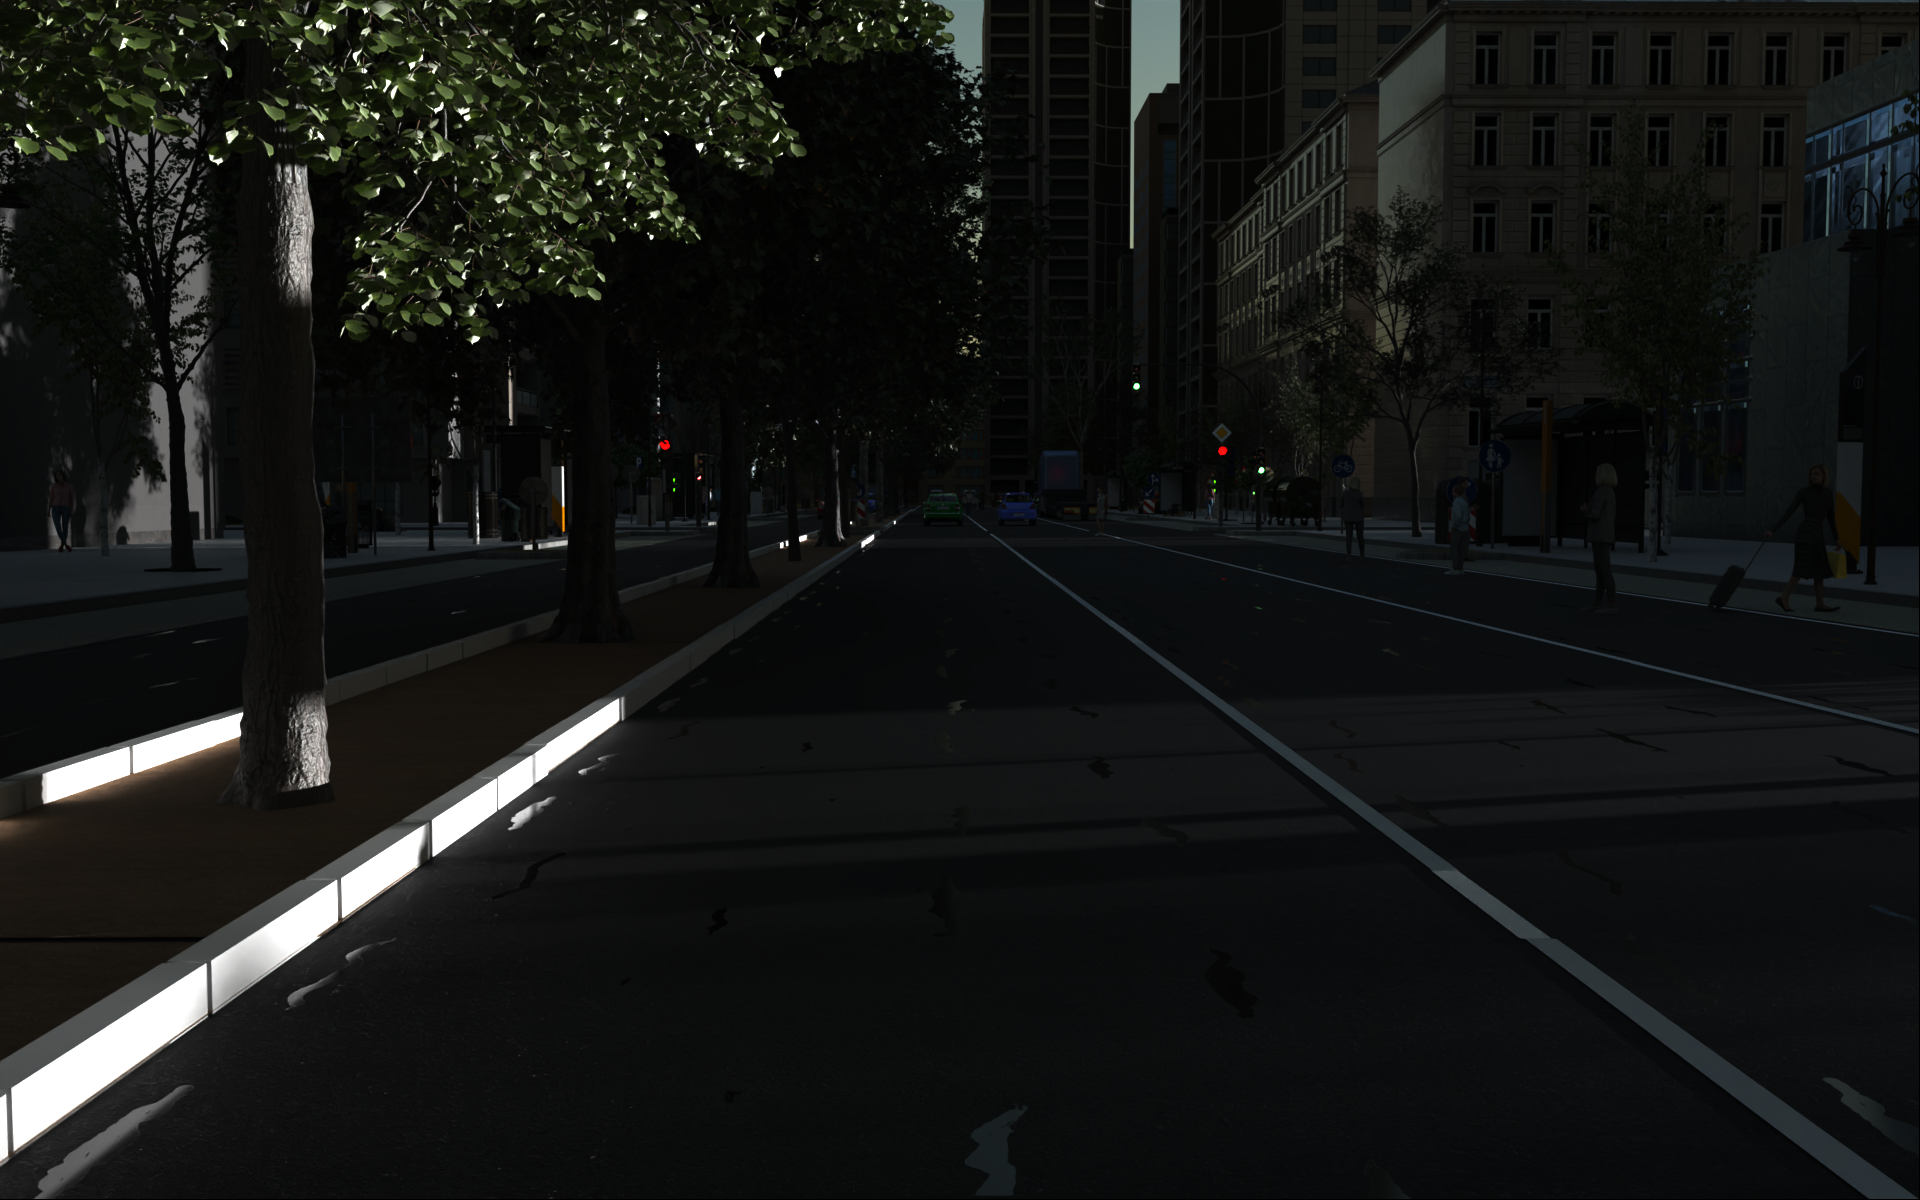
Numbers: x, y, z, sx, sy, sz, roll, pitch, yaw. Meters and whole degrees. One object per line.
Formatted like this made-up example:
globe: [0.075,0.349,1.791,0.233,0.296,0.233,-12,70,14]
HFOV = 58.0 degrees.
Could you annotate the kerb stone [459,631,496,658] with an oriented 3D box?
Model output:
kerb stone: [-4.358,0.412,15.466,0.120,0.150,1.000,0,4,-1]

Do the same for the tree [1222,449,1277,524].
tree: [12.426,-4.851,73.913,1.663,3.219,1.824,0,3,0]

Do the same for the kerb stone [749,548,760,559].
kerb stone: [-4.674,-1.033,39.077,0.120,0.150,1.000,0,4,-1]

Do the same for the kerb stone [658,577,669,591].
kerb stone: [-4.495,-0.206,25.736,0.120,0.150,1.000,0,4,-1]

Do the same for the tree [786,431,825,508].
tree: [-14.163,-13.026,163.339,4.737,8.622,4.395,0,3,0]

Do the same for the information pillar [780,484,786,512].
information pillar: [-12.577,-7.247,122.978,0.304,2.012,0.304,-1,4,-22]

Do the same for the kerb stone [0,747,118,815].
kerb stone: [-4.268,0.851,8.288,0.120,0.150,1.000,0,4,-1]

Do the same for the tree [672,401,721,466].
tree: [-17.886,-10.299,118.744,4.360,8.622,3.978,0,3,0]

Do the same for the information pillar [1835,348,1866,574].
information pillar: [14.254,-2.224,27.723,0.504,3.616,0.183,-1,4,-23]

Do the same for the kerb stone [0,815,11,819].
kerb stone: [-4.254,0.916,7.256,0.120,0.150,1.000,0,4,-1]

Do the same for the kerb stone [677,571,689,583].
kerb stone: [-4.528,-0.342,27.789,0.120,0.150,1.000,0,4,-1]

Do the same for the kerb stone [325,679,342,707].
kerb stone: [-4.303,0.663,11.358,0.120,0.150,1.000,0,4,-1]

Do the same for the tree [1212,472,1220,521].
tree: [13.104,-5.472,84.073,1.663,3.219,1.824,0,3,0]

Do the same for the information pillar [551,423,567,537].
information pillar: [-12.026,-3.698,51.812,0.504,3.616,0.183,3,4,37]

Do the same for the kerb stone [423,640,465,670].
kerb stone: [-4.349,0.475,14.438,0.120,0.150,1.000,0,4,-1]

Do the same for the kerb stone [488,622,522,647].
kerb stone: [-4.376,0.349,16.487,0.120,0.150,1.000,0,4,-1]

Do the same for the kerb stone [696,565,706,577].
kerb stone: [-4.552,-0.465,29.839,0.120,0.150,1.000,0,4,-1]

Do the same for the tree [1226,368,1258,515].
tree: [17.230,-8.780,93.913,4.360,8.622,3.978,0,3,0]

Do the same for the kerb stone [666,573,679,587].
kerb stone: [-4.517,-0.278,26.758,0.120,0.150,1.000,0,4,-1]

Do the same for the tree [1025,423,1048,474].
tree: [11.153,-17.029,212.840,7.601,10.594,8.767,-3,5,-42]

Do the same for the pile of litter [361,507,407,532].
pile of litter: [-19.889,-2.774,59.321,1.719,0.858,1.176,1,4,10]

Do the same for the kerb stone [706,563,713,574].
kerb stone: [-4.570,-0.530,30.865,0.120,0.150,1.000,0,4,-1]

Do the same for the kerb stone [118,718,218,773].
kerb stone: [-4.274,0.788,9.315,0.120,0.150,1.000,0,4,-1]

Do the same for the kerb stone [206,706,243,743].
kerb stone: [-4.296,0.733,10.337,0.120,0.150,1.000,0,4,-1]

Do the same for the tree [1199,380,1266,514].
tree: [17.302,-9.737,109.559,4.737,8.622,4.395,0,3,0]

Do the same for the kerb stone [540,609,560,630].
kerb stone: [-4.412,0.223,18.545,0.120,0.150,1.000,0,4,-1]

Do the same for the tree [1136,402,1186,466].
tree: [16.337,-11.577,139.644,4.737,8.622,4.395,0,3,0]

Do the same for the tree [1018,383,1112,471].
tree: [11.340,-17.072,189.490,12.009,13.543,11.850,0,3,0]

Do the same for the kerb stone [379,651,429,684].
kerb stone: [-4.341,0.537,13.416,0.120,0.150,1.000,0,4,-1]

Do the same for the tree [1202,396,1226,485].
tree: [17.288,-9.422,104.415,4.360,8.622,3.978,0,3,0]

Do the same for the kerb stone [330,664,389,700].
kerb stone: [-4.326,0.600,12.394,0.120,0.150,1.000,0,4,-1]

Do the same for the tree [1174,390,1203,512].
tree: [16.985,-10.510,122.199,4.360,8.622,3.978,0,3,0]

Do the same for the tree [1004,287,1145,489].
tree: [9.777,-18.579,159.650,12.611,20.169,13.585,0,3,0]

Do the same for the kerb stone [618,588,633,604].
kerb stone: [-4.450,-0.026,22.639,0.120,0.150,1.000,0,4,-1]

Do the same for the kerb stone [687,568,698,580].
kerb stone: [-4.537,-0.402,28.817,0.120,0.150,1.000,0,4,-1]

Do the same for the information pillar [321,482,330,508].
information pillar: [-24.833,-4.673,67.752,0.183,3.616,0.504,1,4,10]

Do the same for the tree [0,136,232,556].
tree: [-17.436,-5.210,35.543,4.737,8.622,4.395,0,3,0]

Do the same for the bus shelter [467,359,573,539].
bus shelter: [-13.688,-4.683,54.196,2.179,5.291,8.768,0,4,-1]

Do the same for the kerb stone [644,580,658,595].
kerb stone: [-4.484,-0.154,24.706,0.120,0.150,1.000,0,4,-1]

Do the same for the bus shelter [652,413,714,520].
bus shelter: [-14.281,-6.808,88.948,2.179,5.291,8.768,0,4,-1]

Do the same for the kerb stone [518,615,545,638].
kerb stone: [-4.394,0.286,17.519,0.120,0.150,1.000,0,4,-1]

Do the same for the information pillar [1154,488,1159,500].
information pillar: [13.334,-7.774,118.454,0.504,3.616,0.183,1,4,21]

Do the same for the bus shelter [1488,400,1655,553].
bus shelter: [14.068,-2.819,40.019,2.014,3.302,5.546,0,4,-1]

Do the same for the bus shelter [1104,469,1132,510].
bus shelter: [12.957,-8.981,140.761,2.014,3.302,5.546,0,4,-1]

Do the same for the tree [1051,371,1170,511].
tree: [12.401,-11.997,130.566,7.601,10.594,8.767,-1,4,-22]

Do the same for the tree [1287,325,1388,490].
tree: [16.716,-7.654,75.511,4.737,8.622,4.395,0,3,0]

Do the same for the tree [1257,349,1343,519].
tree: [17.642,-8.473,88.893,4.360,8.622,3.978,0,3,0]

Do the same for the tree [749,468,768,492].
tree: [-14.181,-7.687,120.291,1.663,3.219,1.824,0,3,0]

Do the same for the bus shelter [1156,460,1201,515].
bus shelter: [13.292,-6.840,105.752,2.014,3.302,5.546,0,4,-1]

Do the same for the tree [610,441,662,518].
tree: [-19.253,-7.424,105.093,4.285,4.588,4.351,0,3,0]

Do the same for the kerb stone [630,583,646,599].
kerb stone: [-4.475,-0.091,23.684,0.120,0.150,1.000,0,4,-1]

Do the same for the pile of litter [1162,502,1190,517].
pile of litter: [12.400,-5.193,98.870,1.719,0.858,1.176,0,4,1]

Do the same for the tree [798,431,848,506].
tree: [-14.980,-15.522,179.536,9.928,11.665,9.643,0,3,0]

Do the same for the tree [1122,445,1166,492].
tree: [12.415,-8.067,115.605,4.285,4.588,4.351,0,3,0]
